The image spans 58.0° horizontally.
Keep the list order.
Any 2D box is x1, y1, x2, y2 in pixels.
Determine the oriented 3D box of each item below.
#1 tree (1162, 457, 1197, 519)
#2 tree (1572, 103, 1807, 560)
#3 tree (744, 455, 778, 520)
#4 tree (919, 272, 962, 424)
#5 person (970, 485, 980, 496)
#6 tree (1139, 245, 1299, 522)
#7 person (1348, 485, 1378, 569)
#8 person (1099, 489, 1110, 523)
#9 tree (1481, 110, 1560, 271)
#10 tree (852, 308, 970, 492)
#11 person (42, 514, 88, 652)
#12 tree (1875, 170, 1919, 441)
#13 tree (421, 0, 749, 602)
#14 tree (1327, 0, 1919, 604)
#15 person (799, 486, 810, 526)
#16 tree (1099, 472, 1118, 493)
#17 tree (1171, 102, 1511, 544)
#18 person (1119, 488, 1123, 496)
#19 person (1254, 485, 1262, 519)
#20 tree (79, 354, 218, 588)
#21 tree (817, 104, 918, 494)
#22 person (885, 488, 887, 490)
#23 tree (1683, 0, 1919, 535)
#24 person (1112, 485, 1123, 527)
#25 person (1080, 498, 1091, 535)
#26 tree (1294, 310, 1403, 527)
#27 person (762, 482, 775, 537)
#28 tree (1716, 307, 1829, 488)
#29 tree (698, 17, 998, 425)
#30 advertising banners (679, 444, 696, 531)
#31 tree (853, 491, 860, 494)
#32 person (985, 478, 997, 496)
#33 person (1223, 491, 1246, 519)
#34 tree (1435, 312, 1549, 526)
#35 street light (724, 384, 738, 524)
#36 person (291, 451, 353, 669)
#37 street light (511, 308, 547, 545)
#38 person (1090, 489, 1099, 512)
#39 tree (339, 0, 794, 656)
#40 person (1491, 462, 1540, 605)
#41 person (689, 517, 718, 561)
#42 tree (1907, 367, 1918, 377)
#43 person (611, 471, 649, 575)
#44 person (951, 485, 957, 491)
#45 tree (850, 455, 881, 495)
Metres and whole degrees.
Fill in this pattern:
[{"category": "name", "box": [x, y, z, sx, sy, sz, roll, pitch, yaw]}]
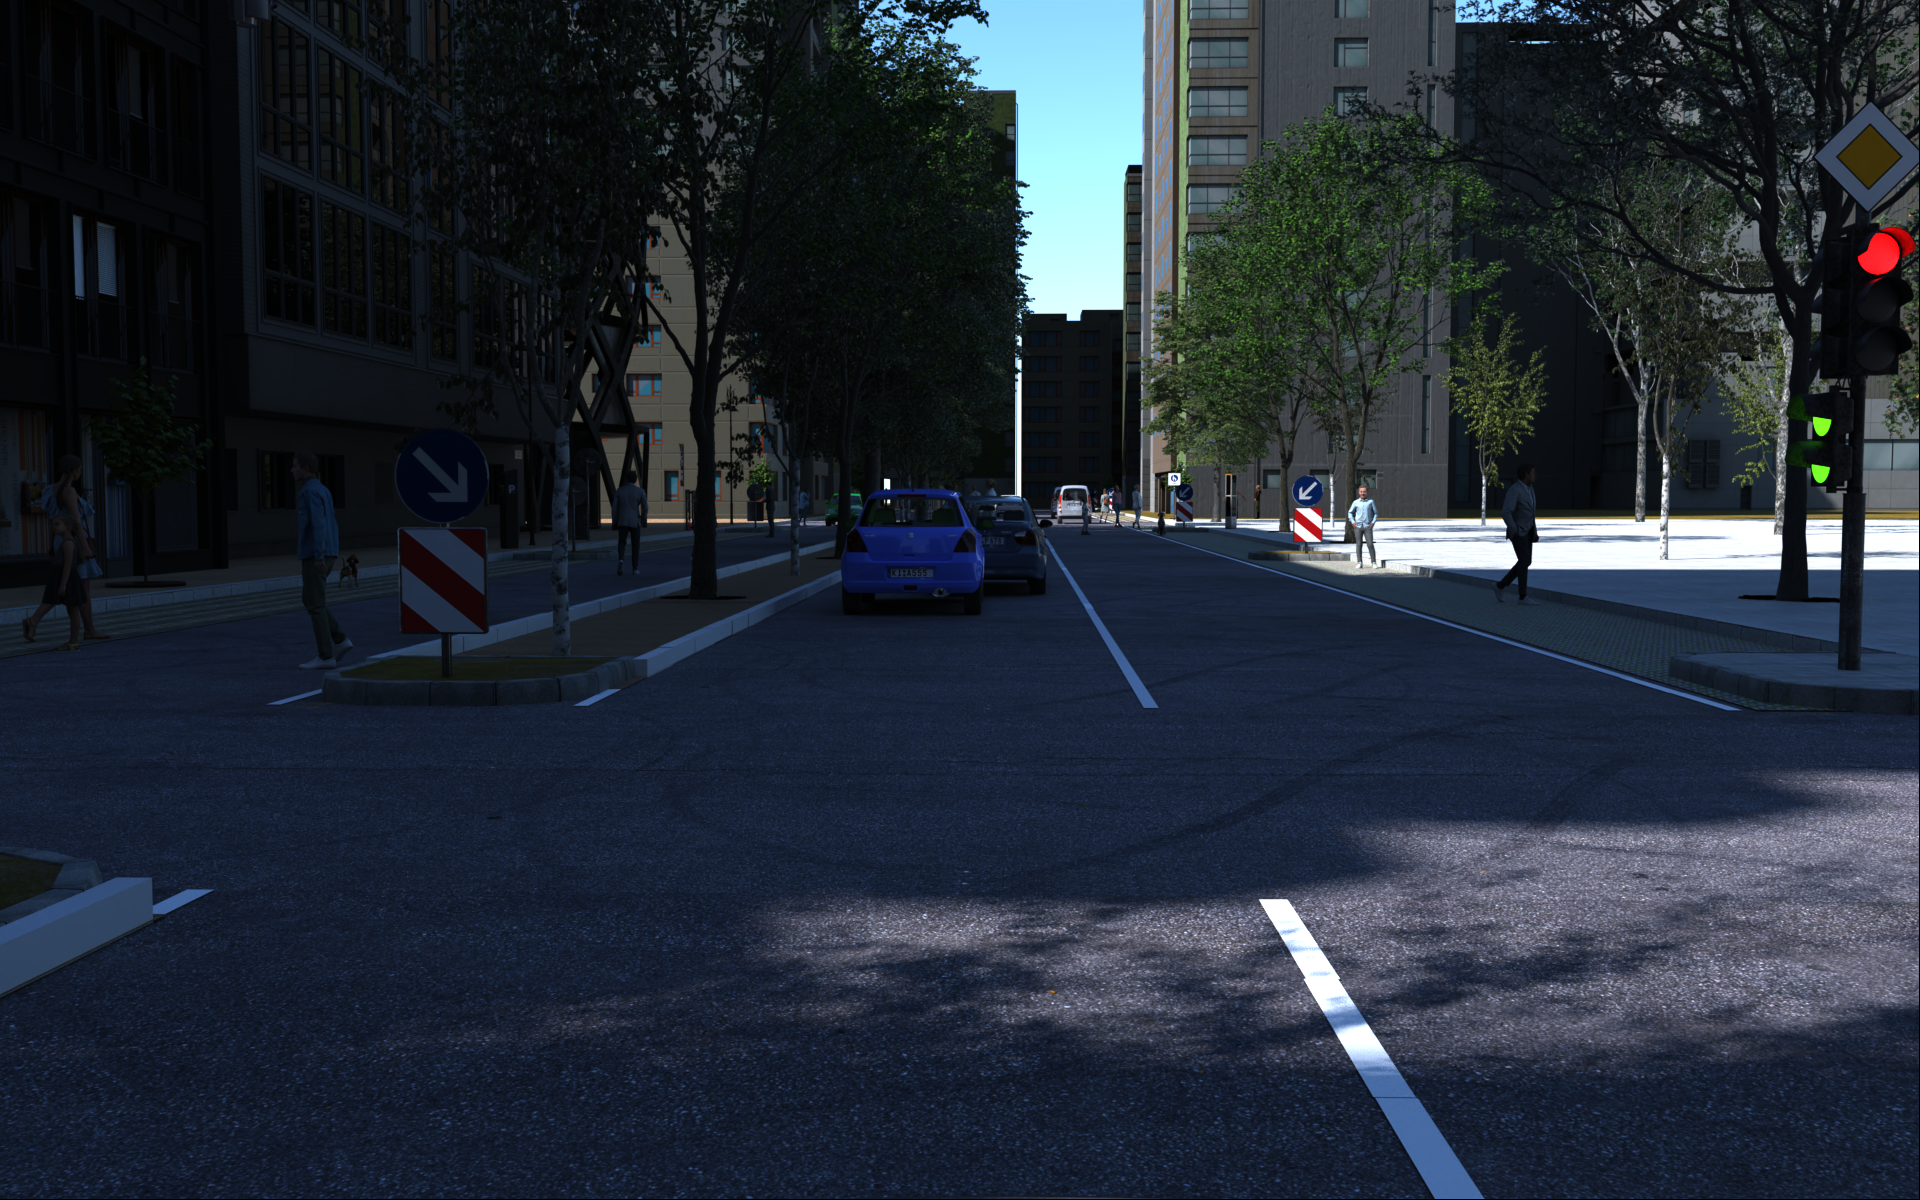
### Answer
[{"category": "tree", "box": [11.260, -5.767, 88.891, 1.663, 3.219, 1.824, 0, 3, 0]}, {"category": "tree", "box": [13.993, -5.089, 33.564, 4.360, 8.622, 3.978, 0, 3, 0]}, {"category": "tree", "box": [-9.801, -5.536, 85.115, 1.663, 3.219, 1.824, 0, 3, 0]}, {"category": "tree", "box": [-1.666, -6.240, 54.848, 4.360, 8.622, 3.978, 0, 3, 0]}, {"category": "person", "box": [0.598, -3.684, 68.959, 0.478, 1.798, 0.641, 0, 4, 7]}, {"category": "tree", "box": [11.867, -9.868, 79.475, 7.486, 12.596, 7.792, 0, 3, 0]}, {"category": "person", "box": [7.731, -1.400, 33.197, 0.589, 1.601, 0.330, 1, 4, 21]}, {"category": "person", "box": [7.195, -4.675, 85.937, 0.512, 1.701, 0.522, 0, 4, -5]}, {"category": "tree", "box": [29.915, -13.683, 79.610, 12.611, 20.169, 13.585, 0, 3, 0]}, {"category": "tree", "box": [-1.980, -6.530, 59.585, 4.737, 8.622, 4.395, 0, 3, 0]}, {"category": "person", "box": [-8.156, -0.159, 15.767, 0.373, 1.253, 0.362, -2, 4, -27]}, {"category": "tree", "box": [26.301, -7.540, 40.288, 9.611, 12.733, 9.660, 0, 3, 0]}, {"category": "tree", "box": [-3.375, -5.800, 23.045, 9.928, 11.665, 9.643, 0, 3, 0]}, {"category": "tree", "box": [10.128, -6.740, 20.567, 12.009, 13.543, 11.850, 0, 3, 0]}, {"category": "person", "box": [-6.999, -4.202, 77.464, 0.793, 1.790, 0.793, 2, 4, 24]}, {"category": "tree", "box": [13.105, -9.687, 152.976, 1.663, 3.219, 1.824, 0, 3, 0]}, {"category": "tree", "box": [10.342, -7.298, 45.081, 9.928, 11.665, 9.643, 0, 3, 0]}, {"category": "person", "box": [13.279, -8.425, 144.309, 0.721, 1.766, 1.217, -1, 4, -9]}, {"category": "person", "box": [15.293, -5.068, 89.429, 0.721, 1.766, 1.217, 1, 4, 13]}, {"category": "tree", "box": [-11.210, -1.802, 24.072, 1.663, 3.219, 1.824, 0, 3, 0]}, {"category": "tree", "box": [-2.901, -4.742, 30.355, 4.360, 8.622, 3.978, 0, 3, 0]}, {"category": "person", "box": [-6.669, -9.235, 157.179, 0.705, 1.807, 1.348, 0, 4, 6]}, {"category": "tree", "box": [26.924, -12.182, 55.067, 12.611, 20.169, 13.585, 0, 3, 0]}, {"category": "person", "box": [6.768, -4.049, 74.709, 0.555, 1.821, 0.388, -3, 4, -36]}, {"category": "person", "box": [4.410, -2.931, 60.707, 0.394, 1.301, 0.425, 0, 4, 1]}, {"category": "tree", "box": [14.412, -7.085, 66.208, 4.360, 8.622, 3.978, 0, 3, 0]}, {"category": "person", "box": [-6.348, -3.002, 57.391, 0.447, 1.846, 0.655, 0, 4, -2]}, {"category": "tree", "box": [31.108, -7.057, 65.749, 4.737, 8.622, 4.395, 0, 3, 0]}, {"category": "tree", "box": [-2.487, -8.465, 47.514, 9.857, 13.997, 8.962, 0, 3, 0]}, {"category": "advertising banners", "box": [-9.582, -3.965, 61.013, 0.090, 3.025, 2.074, 0, 4, 8]}, {"category": "tree", "box": [-8.140, -9.155, 144.289, 1.663, 3.219, 1.824, 0, 3, 0]}, {"category": "person", "box": [0.762, -1.941, 40.458, 0.641, 1.798, 0.478, 2, 4, 26]}, {"category": "person", "box": [14.113, -5.038, 89.091, 1.217, 1.739, 0.721, 0, 4, -4]}, {"category": "tree", "box": [21.286, -7.277, 69.334, 4.737, 8.622, 4.395, 0, 3, 0]}, {"category": "street light", "box": [-9.667, -6.138, 73.146, 0.468, 5.910, 1.993, 0, 4, 2]}, {"category": "person", "box": [-5.247, -0.329, 14.220, 0.444, 1.785, 0.601, 0, 4, 1]}, {"category": "street light", "box": [-10.728, -4.310, 43.263, 0.468, 5.910, 1.993, 0, 4, 2]}, {"category": "person", "box": [10.376, -7.801, 136.055, 1.348, 1.822, 0.705, -2, 4, -32]}, {"category": "tree", "box": [-3.533, -3.821, 15.290, 4.360, 8.622, 3.978, 0, 3, 0]}, {"category": "person", "box": [7.205, -0.863, 22.456, 0.661, 1.843, 0.795, -3, 5, -42]}, {"category": "person", "box": [-5.325, -1.630, 35.733, 0.643, 1.750, 0.593, -2, 4, -24]}, {"category": "tree", "box": [37.452, -6.952, 64.034, 4.737, 8.622, 4.395, 0, 3, 0]}, {"category": "person", "box": [-5.859, -1.370, 30.742, 0.661, 1.843, 0.795, 0, 4, -3]}, {"category": "person", "box": [-0.270, -3.526, 66.368, 0.641, 1.798, 0.478, 2, 4, 27]}, {"category": "tree", "box": [-7.611, -9.240, 134.783, 4.285, 4.588, 4.351, 0, 3, 0]}]
